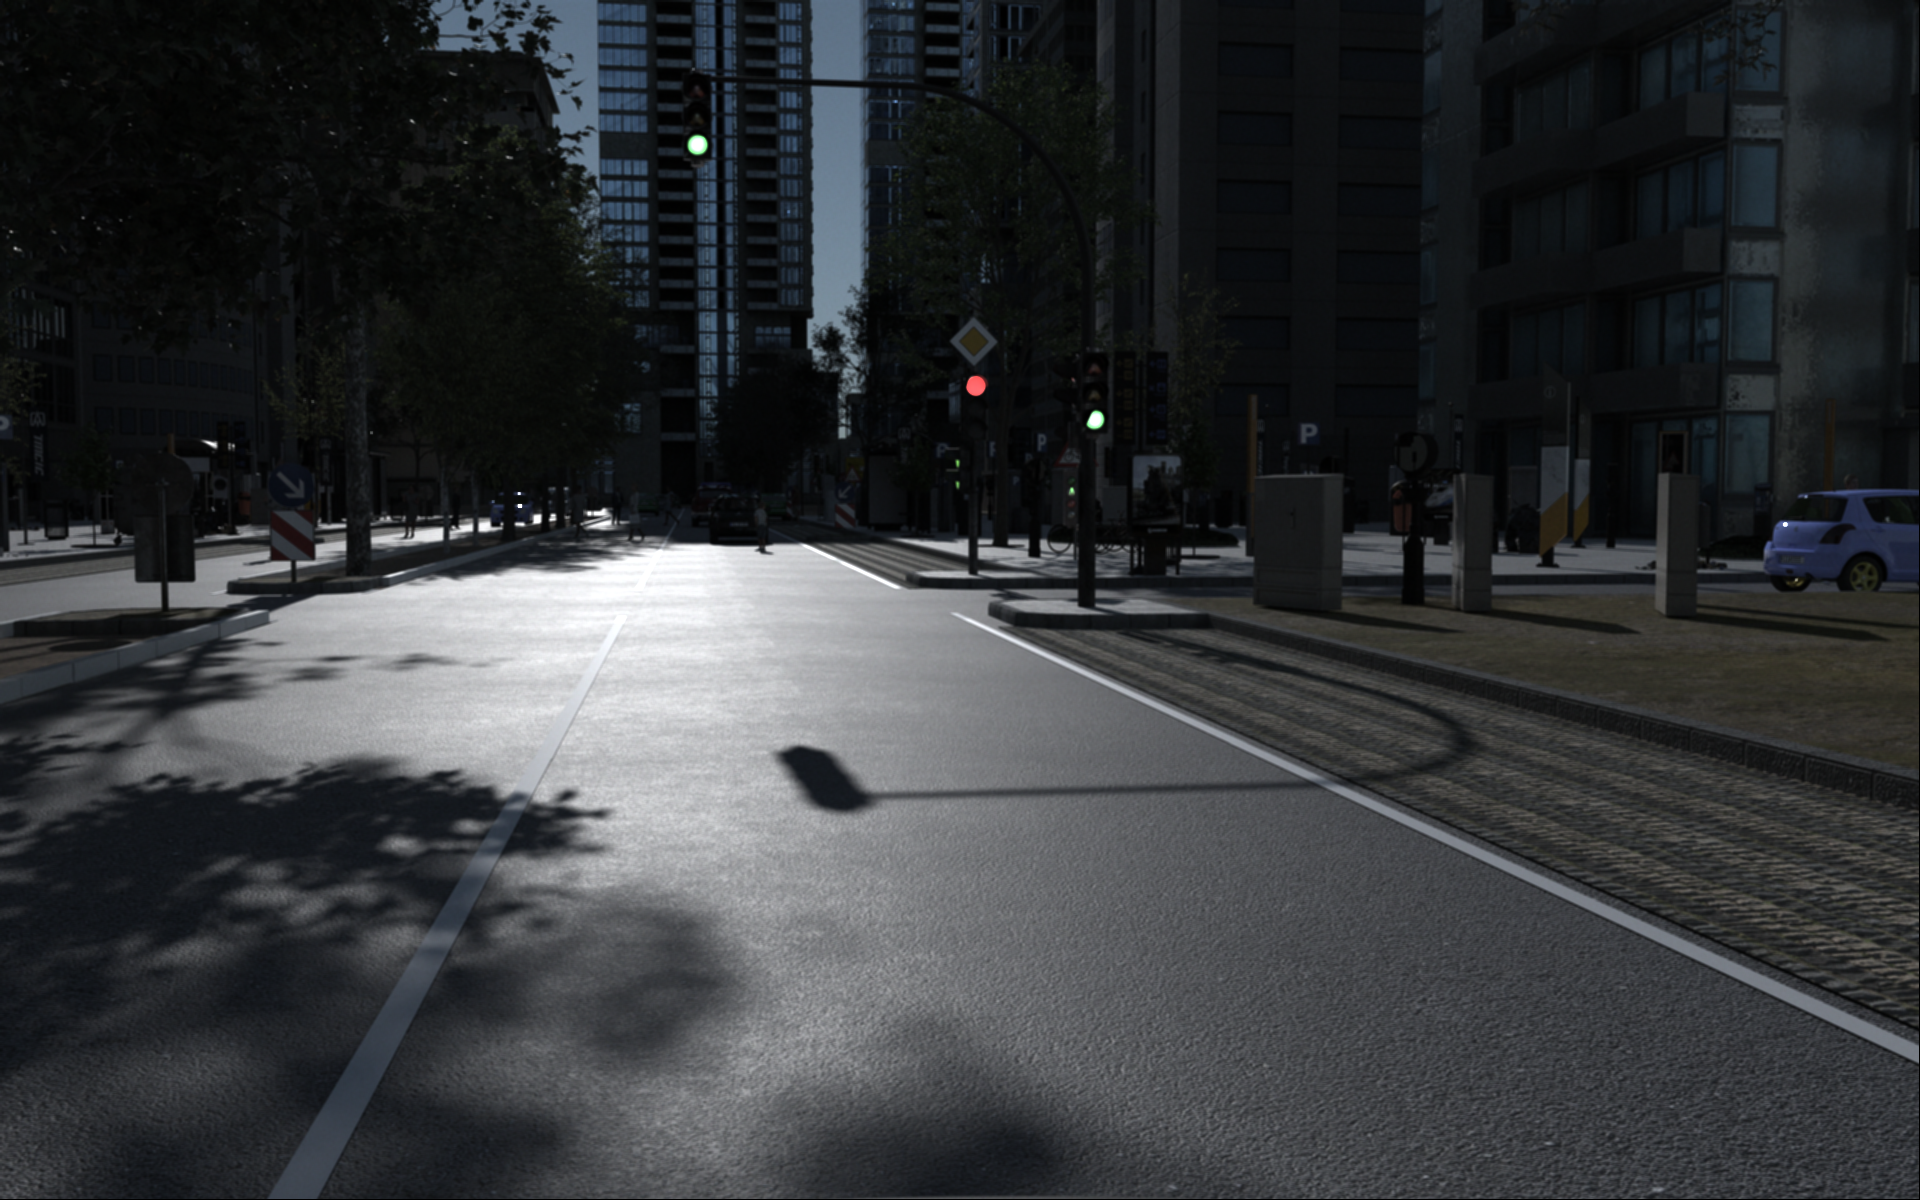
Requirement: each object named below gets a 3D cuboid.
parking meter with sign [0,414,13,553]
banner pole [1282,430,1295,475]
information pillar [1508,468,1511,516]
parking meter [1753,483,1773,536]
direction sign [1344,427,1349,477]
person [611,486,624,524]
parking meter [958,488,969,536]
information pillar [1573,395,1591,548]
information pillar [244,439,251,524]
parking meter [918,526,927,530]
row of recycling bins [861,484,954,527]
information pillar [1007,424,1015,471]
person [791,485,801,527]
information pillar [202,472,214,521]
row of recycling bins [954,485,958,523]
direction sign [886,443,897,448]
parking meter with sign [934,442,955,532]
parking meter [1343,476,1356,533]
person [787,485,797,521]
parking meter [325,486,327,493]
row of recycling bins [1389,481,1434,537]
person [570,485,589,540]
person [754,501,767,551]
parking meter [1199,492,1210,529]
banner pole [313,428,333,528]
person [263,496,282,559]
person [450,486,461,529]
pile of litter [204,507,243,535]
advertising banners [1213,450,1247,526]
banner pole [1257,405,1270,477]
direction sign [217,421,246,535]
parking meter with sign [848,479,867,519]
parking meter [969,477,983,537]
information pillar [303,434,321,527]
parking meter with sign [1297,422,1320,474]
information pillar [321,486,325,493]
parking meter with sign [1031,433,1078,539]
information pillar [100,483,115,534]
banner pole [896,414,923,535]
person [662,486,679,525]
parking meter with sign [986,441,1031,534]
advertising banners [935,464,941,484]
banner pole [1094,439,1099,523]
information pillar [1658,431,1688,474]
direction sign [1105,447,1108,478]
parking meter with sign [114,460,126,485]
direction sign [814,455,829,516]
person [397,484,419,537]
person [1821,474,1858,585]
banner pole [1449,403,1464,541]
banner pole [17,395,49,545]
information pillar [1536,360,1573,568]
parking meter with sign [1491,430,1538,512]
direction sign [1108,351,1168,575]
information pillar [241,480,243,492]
[{"bbox_3d":[-21.474,-2.590,38.600,0.543,3.016,1.738,-2,4,-34],"label":"parking meter with sign"},{"bbox_3d":[12.887,-4.765,67.929,0.401,3.779,0.863,-2,4,-30],"label":"banner pole"},{"bbox_3d":[15.549,-2.696,48.568,0.304,2.012,0.304,1,4,10],"label":"information pillar"},{"bbox_3d":[18.232,-1.891,39.332,0.372,1.533,0.369,0,3,0],"label":"parking meter"},{"bbox_3d":[13.188,-4.108,59.165,0.379,3.537,0.876,1,4,20],"label":"direction sign"},{"bbox_3d":[-16.255,-4.486,82.025,0.721,1.800,0.419,-2,4,-35],"label":"person"},{"bbox_3d":[0.118,-2.764,53.605,0.372,1.533,0.369,0,3,0],"label":"parking meter"},{"bbox_3d":[14.803,-3.050,41.228,0.504,3.616,0.183,-2,4,-35],"label":"information pillar"},{"bbox_3d":[-30.210,-5.021,73.443,0.504,3.616,0.183,3,5,42],"label":"information pillar"},{"bbox_3d":[-1.341,-3.389,61.116,0.255,1.863,0.399,-2,4,-33],"label":"parking meter"},{"bbox_3d":[-2.170,-3.768,68.714,3.534,1.692,1.069,-1,4,-8],"label":"row of recycling bins"},{"bbox_3d":[1.676,-4.094,58.283,0.183,3.616,0.504,-3,5,-42],"label":"information pillar"},{"bbox_3d":[-7.058,-4.037,74.485,0.573,1.828,0.580,-3,5,-41],"label":"person"},{"bbox_3d":[-24.708,-3.202,56.851,0.304,2.012,0.304,2,4,26],"label":"information pillar"},{"bbox_3d":[-0.462,-4.285,77.171,1.069,1.692,3.534,-2,4,-26],"label":"row of recycling bins"},{"bbox_3d":[-3.117,-5.224,77.409,0.379,3.537,0.876,3,5,39],"label":"direction sign"},{"bbox_3d":[-0.480,-3.841,59.059,0.543,3.016,1.738,0,4,8],"label":"parking meter with sign"},{"bbox_3d":[12.739,-3.123,56.770,0.399,1.863,0.255,2,4,35],"label":"parking meter"},{"bbox_3d":[-7.857,-4.492,81.722,0.659,1.850,0.755,-3,4,-37],"label":"person"},{"bbox_3d":[-32.264,-5.067,88.558,0.399,1.863,0.255,-1,4,-21],"label":"parking meter"},{"bbox_3d":[14.131,-2.756,52.167,1.069,1.692,3.534,-1,4,-17],"label":"row of recycling bins"},{"bbox_3d":[-11.920,-2.761,54.385,0.760,1.731,0.466,2,4,26],"label":"person"},{"bbox_3d":[-5.000,-1.848,43.395,0.332,1.250,0.352,0,4,7],"label":"person"},{"bbox_3d":[8.699,-3.259,61.701,0.372,1.533,0.369,0,3,0],"label":"parking meter"},{"bbox_3d":[-24.159,-4.621,65.574,0.863,3.779,0.401,-1,4,-11],"label":"banner pole"},{"bbox_3d":[-15.105,-1.800,38.103,0.511,1.800,0.466,3,5,41],"label":"person"},{"bbox_3d":[-20.535,-3.759,70.383,0.534,1.772,0.576,-2,4,-27],"label":"person"},{"bbox_3d":[-23.674,-2.534,55.395,1.176,0.858,1.719,2,4,33],"label":"pile of litter"},{"bbox_3d":[10.595,-4.430,68.617,2.074,3.025,0.090,-1,4,-9],"label":"advertising banners"},{"bbox_3d":[8.509,-3.585,48.627,0.401,3.779,0.863,3,5,42],"label":"banner pole"},{"bbox_3d":[-22.695,-3.793,54.013,0.876,3.537,0.379,0,3,0],"label":"direction sign"},{"bbox_3d":[-5.004,-5.617,88.100,0.543,3.016,1.738,2,4,34],"label":"parking meter with sign"},{"bbox_3d":[0.486,-2.853,52.363,0.399,1.863,0.255,0,4,4],"label":"parking meter"},{"bbox_3d":[-25.277,-4.648,67.352,0.504,3.616,0.183,1,4,13],"label":"information pillar"},{"bbox_3d":[8.696,-2.856,42.952,0.543,3.016,1.738,1,4,15],"label":"parking meter with sign"},{"bbox_3d":[-34.585,-6.257,93.654,0.183,3.616,0.504,2,4,28],"label":"information pillar"},{"bbox_3d":[2.957,-3.220,48.914,1.738,3.016,0.543,3,4,37],"label":"parking meter with sign"},{"bbox_3d":[-27.264,-3.112,55.378,0.304,2.012,0.304,1,4,19],"label":"information pillar"},{"bbox_3d":[-1.596,-3.952,54.631,0.863,3.779,0.401,1,4,9],"label":"banner pole"},{"bbox_3d":[-13.335,-4.345,79.631,0.778,1.811,0.616,-1,4,-20],"label":"person"},{"bbox_3d":[1.601,-3.662,56.136,0.543,3.016,1.738,-3,4,-37],"label":"parking meter with sign"},{"bbox_3d":[-0.754,-6.386,100.605,0.090,3.025,2.074,3,5,44],"label":"advertising banners"},{"bbox_3d":[5.806,-5.321,77.015,0.863,3.779,0.401,-1,4,-21],"label":"banner pole"},{"bbox_3d":[8.349,-0.968,20.321,0.304,2.012,0.304,2,4,25],"label":"information pillar"},{"bbox_3d":[7.264,-5.604,83.619,0.379,3.537,0.876,3,5,44],"label":"direction sign"},{"bbox_3d":[-42.455,-5.623,88.202,0.543,3.016,1.738,-3,5,-44],"label":"parking meter with sign"},{"bbox_3d":[-8.108,-6.694,101.441,0.876,3.537,0.379,-1,4,-18],"label":"direction sign"},{"bbox_3d":[-18.452,-3.000,57.910,0.716,1.782,0.532,-1,4,-12],"label":"person"},{"bbox_3d":[13.896,-1.113,27.365,0.598,1.740,0.731,2,4,23],"label":"person"},{"bbox_3d":[13.620,-3.526,47.667,0.863,3.779,0.401,-3,5,-42],"label":"banner pole"},{"bbox_3d":[-23.453,-3.290,43.816,0.863,3.779,0.401,0,4,-3],"label":"banner pole"},{"bbox_3d":[10.378,-2.379,30.251,0.183,3.616,0.504,-3,5,-43],"label":"information pillar"},{"bbox_3d":[15.358,-3.113,47.151,1.738,3.016,0.543,1,4,17],"label":"parking meter with sign"},{"bbox_3d":[2.874,-2.177,27.587,0.876,3.537,0.379,-1,4,-9],"label":"direction sign"},{"bbox_3d":[-37.515,-5.278,90.789,0.304,2.012,0.304,-2,4,-24],"label":"information pillar"}]
